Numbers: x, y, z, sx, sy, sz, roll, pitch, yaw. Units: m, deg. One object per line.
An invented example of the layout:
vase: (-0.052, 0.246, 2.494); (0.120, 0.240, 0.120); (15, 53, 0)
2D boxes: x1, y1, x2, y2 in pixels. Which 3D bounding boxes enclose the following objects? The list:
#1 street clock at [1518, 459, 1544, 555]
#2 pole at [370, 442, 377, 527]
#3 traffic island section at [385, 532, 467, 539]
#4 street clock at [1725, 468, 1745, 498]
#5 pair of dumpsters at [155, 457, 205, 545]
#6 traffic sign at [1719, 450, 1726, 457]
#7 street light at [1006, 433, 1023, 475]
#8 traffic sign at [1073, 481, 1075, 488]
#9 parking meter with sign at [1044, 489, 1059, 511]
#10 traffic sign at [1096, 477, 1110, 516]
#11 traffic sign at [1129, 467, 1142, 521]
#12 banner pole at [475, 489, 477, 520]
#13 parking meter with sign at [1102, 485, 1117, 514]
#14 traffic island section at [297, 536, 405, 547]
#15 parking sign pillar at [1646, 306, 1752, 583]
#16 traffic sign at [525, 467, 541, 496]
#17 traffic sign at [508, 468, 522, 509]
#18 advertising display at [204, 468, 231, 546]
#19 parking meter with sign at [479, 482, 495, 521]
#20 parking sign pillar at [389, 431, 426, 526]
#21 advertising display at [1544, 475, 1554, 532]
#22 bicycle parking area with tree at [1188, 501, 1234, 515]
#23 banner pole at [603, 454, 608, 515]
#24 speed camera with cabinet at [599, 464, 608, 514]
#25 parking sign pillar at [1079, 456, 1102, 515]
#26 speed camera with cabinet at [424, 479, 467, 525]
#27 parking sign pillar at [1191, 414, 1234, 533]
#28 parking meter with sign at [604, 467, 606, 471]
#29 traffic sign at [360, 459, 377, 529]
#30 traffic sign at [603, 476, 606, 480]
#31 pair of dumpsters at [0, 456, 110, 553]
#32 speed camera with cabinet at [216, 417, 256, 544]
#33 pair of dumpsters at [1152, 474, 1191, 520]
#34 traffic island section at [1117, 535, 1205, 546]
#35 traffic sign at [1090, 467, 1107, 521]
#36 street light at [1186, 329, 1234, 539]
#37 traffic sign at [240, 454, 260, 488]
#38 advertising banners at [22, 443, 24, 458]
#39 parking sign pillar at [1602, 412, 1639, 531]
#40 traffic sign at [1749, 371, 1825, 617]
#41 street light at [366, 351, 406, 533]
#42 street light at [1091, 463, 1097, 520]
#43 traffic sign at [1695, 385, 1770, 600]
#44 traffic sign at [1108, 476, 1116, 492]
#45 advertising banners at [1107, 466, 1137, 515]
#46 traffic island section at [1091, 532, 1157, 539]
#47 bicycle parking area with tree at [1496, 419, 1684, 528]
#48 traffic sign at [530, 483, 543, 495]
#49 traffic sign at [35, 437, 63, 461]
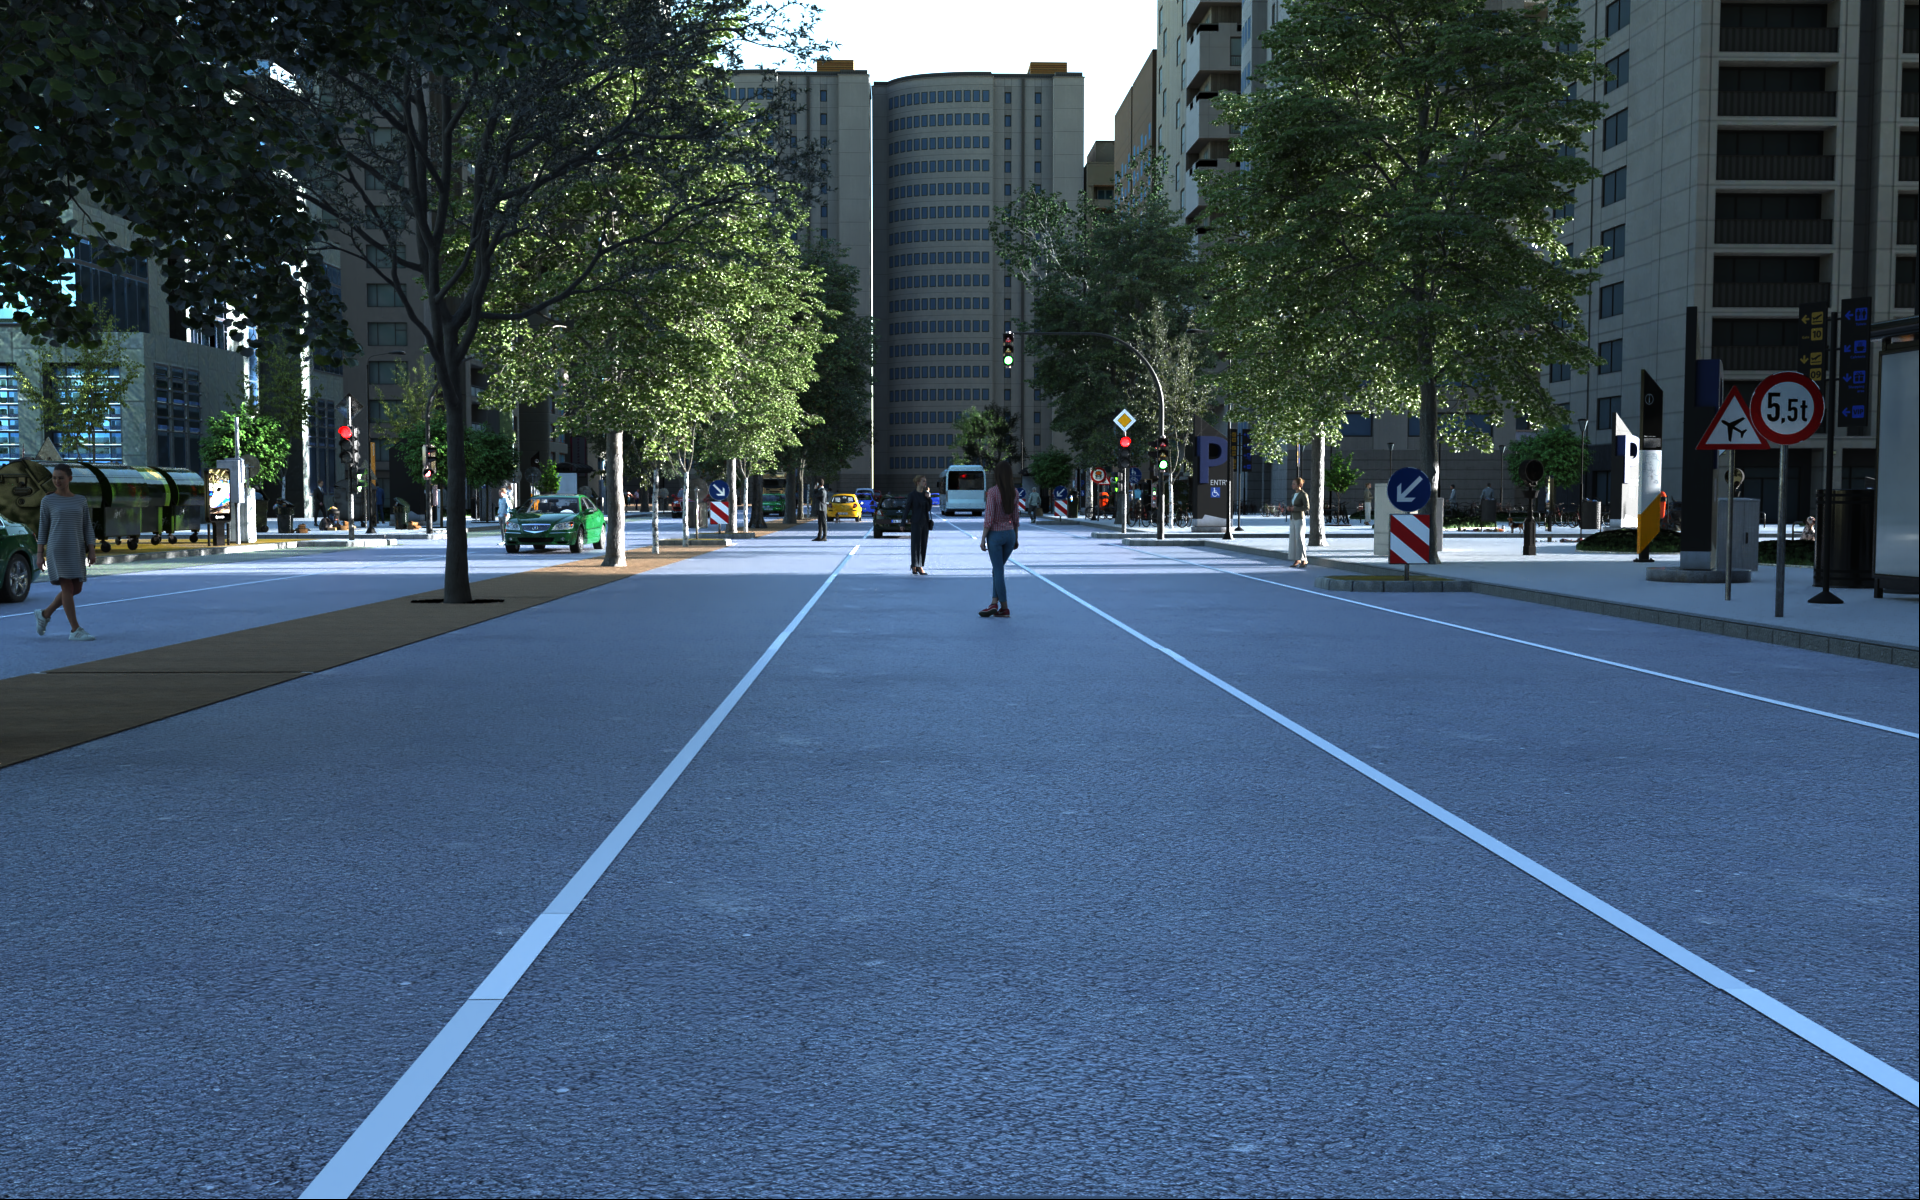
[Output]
street clock: (11.961, -1.942, 36.320); (0.471, 2.002, 0.358); (-1, 4, -20)
pole: (-23.152, -4.554, 68.299); (0.158, 3.312, 0.155); (0, 3, 0)
traffic island section: (-17.221, -2.073, 56.170); (2.009, 0.180, 2.903); (0, 4, -2)
street clock: (21.675, -2.688, 48.512); (0.471, 2.002, 0.358); (3, 4, 38)
pair of dumpsters: (-20.607, -2.522, 43.725); (1.574, 2.255, 4.437); (0, 4, -2)
traffic sign: (11.713, -1.659, 26.860); (0.795, 2.593, 0.064); (0, 4, 5)
street light: (4.185, -9.751, 131.977); (1.470, 5.913, 1.316); (0, 4, -2)
traffic sign: (8.674, -7.746, 128.771); (0.606, 2.300, 0.079); (0, 4, -1)
parking meter with sign: (6.430, -8.140, 129.357); (1.738, 3.016, 0.543); (3, 4, 38)
traffic sign: (8.425, -6.207, 101.488); (0.884, 2.594, 0.081); (0, 4, 1)
traffic sign: (8.246, -5.029, 82.333); (0.768, 2.556, 0.104); (0, 4, -1)
banner pole: (-23.612, -5.776, 84.452); (0.401, 3.779, 0.863); (-1, 4, -14)
parking meter with sign: (9.163, -6.994, 110.617); (1.738, 3.016, 0.543); (2, 4, 23)
traffic island section: (-16.946, -1.585, 48.190); (2.009, 0.180, 2.903); (0, 4, -2)
parking sign pillar: (10.917, -2.264, 25.494); (1.447, 3.967, 1.447); (2, 4, 27)
traffic sign: (-19.980, -4.951, 81.061); (0.768, 2.556, 0.104); (0, 4, -2)
traffic sign: (-21.455, -5.090, 83.334); (0.768, 2.556, 0.104); (0, 4, -1)
advertising display: (-18.402, -2.308, 42.952); (0.123, 1.923, 0.974); (0, 4, 8)
parking meter with sign: (-22.537, -5.264, 82.326); (0.543, 3.016, 1.738); (0, 4, 0)
parking sign pillar: (-22.362, -4.987, 70.005); (1.447, 3.967, 1.447); (0, 4, 8)
advertising display: (20.232, -3.320, 59.491); (0.123, 1.923, 0.974); (1, 4, 9)
bicycle parking area with tree: (15.162, -7.387, 107.777); (8.231, 4.147, 9.016); (0, 4, 8)
banner pole: (-21.730, -7.154, 106.992); (0.401, 3.779, 0.863); (1, 4, 20)
speed camera with cabinet: (-22.921, -7.230, 112.541); (0.660, 3.252, 2.038); (-2, 4, -27)
parking sign pillar: (7.989, -7.138, 105.180); (1.447, 3.967, 1.447); (-2, 4, -30)
speed camera with cabinet: (-21.824, -4.797, 72.771); (2.038, 3.252, 0.660); (-2, 4, -31)
parking sign pillar: (8.500, -4.263, 58.166); (1.447, 3.967, 1.447); (-1, 4, -14)
parking meter with sign: (-21.963, -6.915, 109.321); (0.543, 3.016, 1.738); (-2, 4, -24)
traffic sign: (-22.055, -3.929, 64.249); (0.884, 2.594, 0.081); (0, 4, 0)
traffic sign: (-23.119, -6.955, 113.815); (0.768, 2.556, 0.104); (0, 4, 4)
pair of dumpsters: (-19.241, -2.141, 37.497); (1.574, 2.255, 4.437); (0, 4, -2)
speed camera with cabinet: (-18.914, -3.113, 45.232); (0.660, 3.252, 2.038); (-1, 4, -12)
pair of dumpsters: (10.331, -5.075, 85.462); (1.574, 2.255, 4.437); (0, 4, -2)
traffic island section: (5.682, -1.632, 48.962); (2.009, 0.180, 2.903); (0, 4, -2)
traffic sign: (6.507, -4.975, 81.450); (0.768, 2.556, 0.104); (0, 4, 2)
street light: (7.055, -4.669, 48.882); (1.470, 5.913, 1.316); (0, 4, -2)
traffic sign: (-22.812, -3.389, 55.508); (0.768, 2.556, 0.104); (0, 4, 0)
advertising banners: (-31.969, -3.858, 59.261); (0.090, 3.025, 2.074); (-2, 4, -30)
parking sign pillar: (22.101, -4.216, 57.404); (1.447, 3.967, 1.447); (-3, 5, -40)
traffic sign: (8.556, -1.095, 18.010); (0.768, 2.556, 0.104); (0, 4, 2)
street light: (-18.679, -5.126, 56.347); (1.470, 5.913, 1.316); (0, 4, -2)
street light: (5.978, -6.829, 84.195); (1.470, 5.913, 1.316); (0, 4, -2)
traffic sign: (9.271, -1.274, 20.837); (0.884, 2.594, 0.081); (0, 4, 1)
traffic sign: (9.704, -6.657, 108.948); (0.768, 2.556, 0.104); (0, 4, 7)
advertising banners: (10.027, -6.794, 107.263); (2.074, 3.025, 0.090); (2, 4, 32)
traffic island section: (5.407, -2.120, 56.942); (2.009, 0.180, 2.903); (0, 4, -2)
bicycle parking area with tree: (26.183, -4.890, 66.955); (8.231, 4.147, 9.016); (-1, 4, -8)
traffic sign: (-23.943, -5.888, 98.399); (0.606, 2.300, 0.079); (0, 4, 2)
traffic sign: (-20.664, -2.402, 39.282); (0.884, 2.594, 0.081); (0, 4, -1)
